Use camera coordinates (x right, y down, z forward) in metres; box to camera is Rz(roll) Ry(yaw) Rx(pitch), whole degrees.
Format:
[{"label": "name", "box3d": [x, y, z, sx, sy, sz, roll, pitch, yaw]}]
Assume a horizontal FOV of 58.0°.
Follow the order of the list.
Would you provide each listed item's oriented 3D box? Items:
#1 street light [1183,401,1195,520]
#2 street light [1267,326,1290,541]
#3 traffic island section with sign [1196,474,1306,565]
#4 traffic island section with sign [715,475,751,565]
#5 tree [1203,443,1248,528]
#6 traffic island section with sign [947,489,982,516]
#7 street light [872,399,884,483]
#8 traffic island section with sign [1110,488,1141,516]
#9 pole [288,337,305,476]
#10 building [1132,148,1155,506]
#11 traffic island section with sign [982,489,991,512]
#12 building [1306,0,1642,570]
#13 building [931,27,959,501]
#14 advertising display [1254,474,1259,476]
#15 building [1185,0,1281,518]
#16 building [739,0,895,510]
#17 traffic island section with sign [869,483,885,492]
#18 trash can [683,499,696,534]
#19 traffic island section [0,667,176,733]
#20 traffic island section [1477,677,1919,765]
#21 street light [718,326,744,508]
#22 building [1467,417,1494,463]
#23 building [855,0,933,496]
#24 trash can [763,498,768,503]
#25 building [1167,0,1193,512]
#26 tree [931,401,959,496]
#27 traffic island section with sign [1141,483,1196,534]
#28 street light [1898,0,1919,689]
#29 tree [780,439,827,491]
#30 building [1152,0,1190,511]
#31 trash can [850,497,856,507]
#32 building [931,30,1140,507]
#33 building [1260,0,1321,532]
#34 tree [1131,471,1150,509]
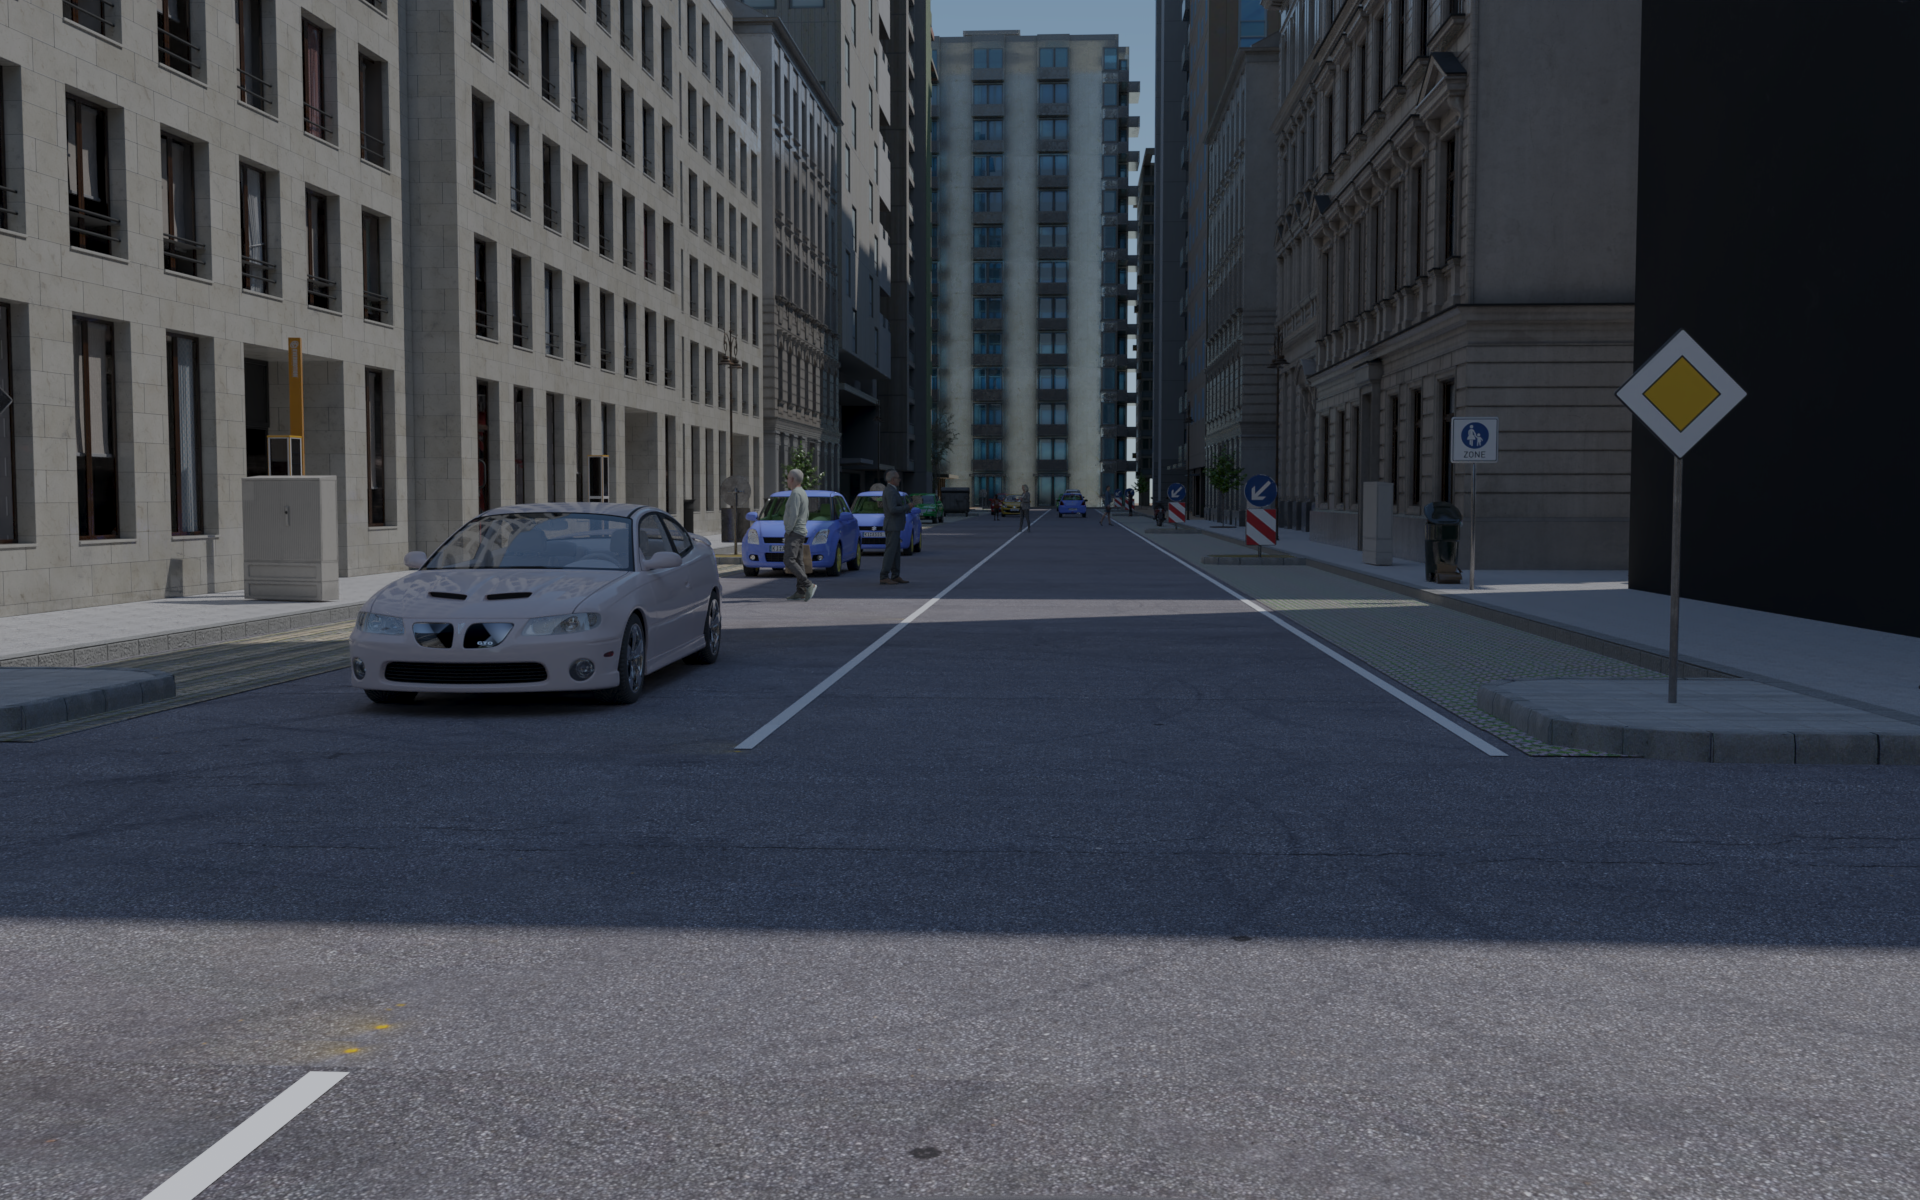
[{"label": "street light", "box3d": [11.220, -6.866, 85.049, 0.468, 5.910, 1.993, 0, 4, 4]}, {"label": "street light", "box3d": [8.748, -4.584, 47.736, 0.468, 5.910, 1.993, 0, 4, 4]}, {"label": "traffic island section with sign", "box3d": [5.983, -1.648, 35.570, 1.989, 1.847, 2.006, 0, 4, 4]}, {"label": "traffic island section with sign", "box3d": [-4.687, -1.667, 35.883, 1.989, 1.847, 2.006, 0, 4, 4]}, {"label": "tree", "box3d": [10.168, -4.364, 65.957, 1.663, 3.219, 1.824, 0, 3, 0]}, {"label": "traffic island section with sign", "box3d": [0.222, -6.376, 112.883, 1.989, 1.847, 2.006, 0, 4, 4]}, {"label": "street light", "box3d": [-3.959, -6.814, 84.201, 0.468, 5.910, 1.993, 0, 4, 4]}, {"label": "traffic island section with sign", "box3d": [10.868, -6.340, 112.284, 1.989, 1.847, 2.006, 0, 4, 4]}, {"label": "pole", "box3d": [-8.672, -1.764, 22.681, 0.158, 3.312, 0.155, 0, 3, 0]}, {"label": "building", "box3d": [30.757, -30.134, 184.565, 23.993, 40.220, 32.217, 0, 4, 4]}, {"label": "traffic island section with sign", "box3d": [1.927, -8.022, 139.784, 1.989, 1.847, 2.006, 0, 4, 4]}, {"label": "building", "box3d": [13.680, -10.571, 37.456, 10.561, 19.102, 19.286, 0, 4, 4]}, {"label": "building", "box3d": [-15.215, -30.394, 151.568, 28.867, 44.769, 22.147, 0, 4, 4]}, {"label": "advertising display", "box3d": [9.716, -3.143, 56.605, 0.123, 1.923, 0.974, 0, 4, 3]}, {"label": "building", "box3d": [19.734, -27.091, 93.047, 14.600, 45.320, 14.200, 0, 4, 4]}, {"label": "building", "box3d": [-18.494, -31.254, 100.248, 28.713, 52.752, 27.495, 0, 4, 4]}, {"label": "traffic island section with sign", "box3d": [-2.949, -3.327, 63.025, 1.989, 1.847, 2.006, 0, 4, 4]}, {"label": "trash can", "box3d": [-7.517, -2.156, 46.910, 0.748, 1.137, 0.748, 0, 3, 0]}, {"label": "traffic island section", "box3d": [-6.572, 0.669, 11.349, 2.009, 0.180, 2.903, 0, 4, 4]}, {"label": "traffic island section", "box3d": [4.397, 0.711, 10.649, 2.009, 0.180, 2.903, 0, 4, 4]}, {"label": "street light", "box3d": [-6.331, -4.597, 47.948, 0.468, 5.910, 1.993, 0, 4, 4]}, {"label": "building", "box3d": [52.925, -23.189, 150.845, 14.107, 30.474, 14.160, 0, 4, 4]}, {"label": "building", "box3d": [-9.490, -26.742, 120.823, 14.154, 41.232, 14.086, 0, 4, 4]}, {"label": "trash can", "box3d": [-6.303, -2.872, 58.611, 0.748, 1.137, 0.748, 0, 3, 0]}, {"label": "building", "box3d": [26.391, -30.324, 115.408, 23.786, 49.044, 30.456, 0, 4, 4]}, {"label": "tree", "box3d": [-2.066, -11.364, 136.155, 4.360, 8.622, 3.978, 0, 3, 0]}, {"label": "traffic island section with sign", "box3d": [7.731, -3.328, 63.048, 1.989, 1.847, 2.006, 0, 4, 4]}, {"label": "street light", "box3d": [6.401, -2.349, 11.200, 0.468, 5.910, 1.993, 0, 4, 4]}, {"label": "tree", "box3d": [-5.527, -4.085, 61.390, 1.663, 3.219, 1.824, 0, 3, 0]}, {"label": "building", "box3d": [26.789, -36.860, 144.656, 21.231, 58.520, 28.212, 0, 4, 4]}, {"label": "trash can", "box3d": [-5.048, -4.507, 85.339, 0.748, 1.137, 0.748, 0, 3, 0]}, {"label": "building", "box3d": [3.321, -34.386, 181.817, 30.456, 49.044, 23.786, 0, 4, 4]}, {"label": "building", "box3d": [16.399, -13.938, 56.766, 11.050, 23.489, 19.941, 0, 4, 4]}, {"label": "tree", "box3d": [15.187, -9.267, 146.124, 1.663, 3.219, 1.824, 0, 3, 0]}]
